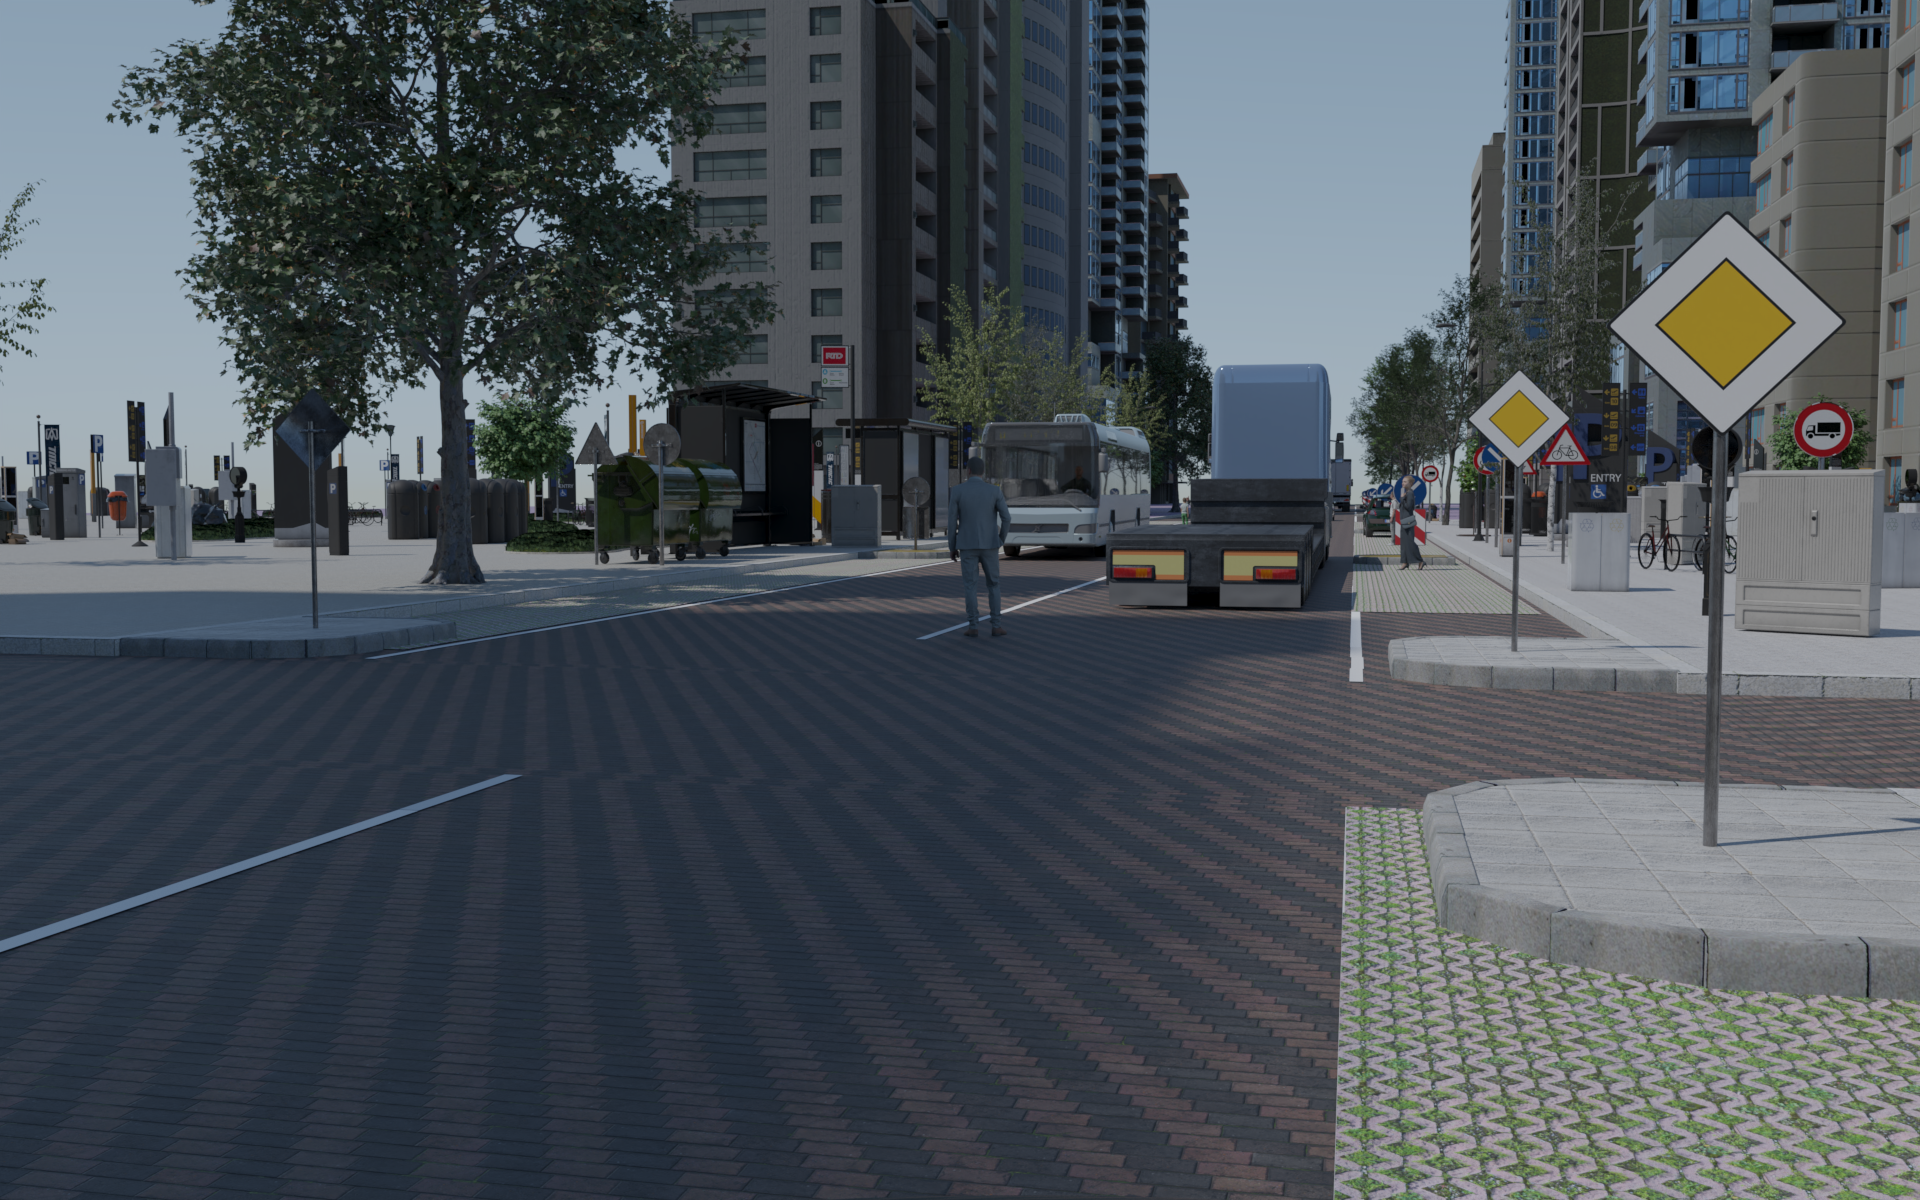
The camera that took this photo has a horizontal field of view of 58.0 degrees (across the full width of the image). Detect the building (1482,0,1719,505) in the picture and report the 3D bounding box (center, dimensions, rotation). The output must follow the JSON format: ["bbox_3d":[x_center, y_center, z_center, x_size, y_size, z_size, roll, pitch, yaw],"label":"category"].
[{"bbox_3d":[71.789,-54.248,199.621,22.319,86.520,31.000,1,4,13],"label":"building"}]

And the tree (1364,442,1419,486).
[{"bbox_3d":[56.653,-18.843,226.203,7.486,12.596,7.792,0,3,0],"label":"tree"}]

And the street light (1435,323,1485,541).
[{"bbox_3d":[13.617,-4.563,47.140,1.470,5.913,1.316,1,4,13],"label":"street light"}]

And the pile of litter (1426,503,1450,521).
[{"bbox_3d":[22.692,-4.176,82.237,1.719,0.858,1.176,-2,4,-31],"label":"pile of litter"}]

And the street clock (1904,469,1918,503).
[{"bbox_3d":[27.362,-2.770,49.863,0.358,2.002,0.471,1,4,16],"label":"street clock"}]

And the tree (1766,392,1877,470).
[{"bbox_3d":[27.650,-4.398,55.628,4.285,4.588,4.351,0,3,0],"label":"tree"}]

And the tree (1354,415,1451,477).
[{"bbox_3d":[44.357,-16.058,172.925,12.009,13.543,11.850,0,3,0],"label":"tree"}]

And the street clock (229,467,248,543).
[{"bbox_3d":[-19.014,-2.514,45.682,0.471,2.002,0.358,2,4,33],"label":"street clock"}]

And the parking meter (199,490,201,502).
[{"bbox_3d":[-38.347,-4.813,87.101,0.372,1.533,0.369,0,3,0],"label":"parking meter"}]

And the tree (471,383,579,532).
[{"bbox_3d":[-12.578,-4.051,49.948,4.285,4.588,4.351,0,3,0],"label":"tree"}]

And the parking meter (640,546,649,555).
[{"bbox_3d":[-6.655,-1.897,36.734,0.255,1.863,0.399,-1,4,-9],"label":"parking meter"}]

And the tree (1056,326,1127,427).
[{"bbox_3d":[4.690,-7.733,76.800,4.737,8.622,4.395,0,3,0],"label":"tree"}]

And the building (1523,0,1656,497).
[{"bbox_3d":[55.944,-42.575,134.345,20.563,71.187,20.611,1,4,13],"label":"building"}]

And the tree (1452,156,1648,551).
[{"bbox_3d":[13.277,-5.406,38.743,4.360,8.622,3.978,0,3,0],"label":"tree"}]

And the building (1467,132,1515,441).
[{"bbox_3d":[78.259,-36.862,226.401,21.300,48.544,21.600,1,4,13],"label":"building"}]

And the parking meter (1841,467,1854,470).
[{"bbox_3d":[19.089,-1.944,37.490,0.399,1.863,0.255,0,4,6],"label":"parking meter"}]

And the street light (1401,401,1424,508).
[{"bbox_3d":[22.476,-6.947,86.126,1.470,5.913,1.316,1,4,13],"label":"street light"}]

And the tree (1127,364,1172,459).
[{"bbox_3d":[9.739,-9.077,98.766,4.737,8.622,4.395,0,3,0],"label":"tree"}]

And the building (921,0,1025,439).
[{"bbox_3d":[-3.886,-26.413,115.444,14.154,41.232,14.086,1,4,13],"label":"building"}]

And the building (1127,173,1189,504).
[{"bbox_3d":[18.839,-35.342,232.459,22.147,44.769,28.867,1,4,13],"label":"building"}]

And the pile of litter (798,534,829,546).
[{"bbox_3d":[-3.912,-1.830,43.889,1.176,0.858,1.719,0,4,5],"label":"pile of litter"}]

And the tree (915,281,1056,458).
[{"bbox_3d":[0.624,-6.660,59.261,4.737,8.622,4.395,0,3,0],"label":"tree"}]

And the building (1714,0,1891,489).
[{"bbox_3d":[51.496,-48.632,107.809,22.319,86.520,31.000,1,4,13],"label":"building"}]

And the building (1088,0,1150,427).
[{"bbox_3d":[11.386,-54.389,201.936,22.319,86.520,31.000,1,4,13],"label":"building"}]

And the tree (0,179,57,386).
[{"bbox_3d":[-18.670,-4.922,30.833,4.737,8.622,4.395,0,3,0],"label":"tree"}]

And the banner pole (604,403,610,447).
[{"bbox_3d":[-9.749,-3.537,47.847,0.401,3.779,0.863,-1,4,-21],"label":"banner pole"}]

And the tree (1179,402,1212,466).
[{"bbox_3d":[24.064,-14.532,163.361,9.928,11.665,9.643,0,3,0],"label":"tree"}]

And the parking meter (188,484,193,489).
[{"bbox_3d":[-44.998,-5.851,101.370,0.255,1.863,0.399,-2,4,-25],"label":"parking meter"}]

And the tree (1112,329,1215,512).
[{"bbox_3d":[15.029,-12.485,121.137,9.611,12.733,9.660,0,3,0],"label":"tree"}]

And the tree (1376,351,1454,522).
[{"bbox_3d":[22.088,-7.938,80.156,4.360,8.622,3.978,0,3,0],"label":"tree"}]

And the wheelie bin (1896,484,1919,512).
[{"bbox_3d":[27.821,-2.613,50.629,0.693,1.594,0.980,0,4,3],"label":"wheelie bin"}]

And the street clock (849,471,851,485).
[{"bbox_3d":[-3.487,-3.037,54.221,0.358,2.002,0.471,-1,4,-9],"label":"street clock"}]

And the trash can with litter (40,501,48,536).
[{"bbox_3d":[-28.095,-2.552,53.115,1.055,1.170,0.624,1,4,20],"label":"trash can with litter"}]

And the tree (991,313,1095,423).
[{"bbox_3d":[3.048,-7.329,70.199,4.360,8.622,3.978,0,3,0],"label":"tree"}]

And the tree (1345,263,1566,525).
[{"bbox_3d":[20.119,-8.322,70.479,8.767,10.594,7.601,-3,4,-38],"label":"tree"}]

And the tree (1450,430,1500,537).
[{"bbox_3d":[15.559,-3.534,52.385,1.663,3.219,1.824,0,3,0],"label":"tree"}]

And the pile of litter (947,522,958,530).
[{"bbox_3d":[-0.748,-2.949,62.184,1.719,0.858,1.176,-1,4,-9],"label":"pile of litter"}]

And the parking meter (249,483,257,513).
[{"bbox_3d":[-36.522,-5.124,89.480,0.255,1.863,0.399,-3,5,-42],"label":"parking meter"}]

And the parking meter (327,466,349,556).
[{"bbox_3d":[-12.987,-1.863,36.165,0.399,1.863,0.255,2,4,33],"label":"parking meter"}]

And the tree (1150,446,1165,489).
[{"bbox_3d":[11.028,-7.458,105.658,4.285,4.588,4.351,0,3,0],"label":"tree"}]

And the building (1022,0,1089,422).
[{"bbox_3d":[-2.353,-36.370,136.656,21.231,58.520,28.212,1,4,13],"label":"building"}]

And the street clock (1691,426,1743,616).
[{"bbox_3d":[7.944,-0.835,18.222,0.471,2.002,0.358,2,4,31],"label":"street clock"}]

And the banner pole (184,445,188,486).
[{"bbox_3d":[-39.815,-6.061,89.117,0.401,3.779,0.863,-2,4,-30],"label":"banner pole"}]

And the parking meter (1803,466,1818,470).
[{"bbox_3d":[17.750,-1.853,36.013,0.399,1.863,0.255,0,4,7],"label":"parking meter"}]

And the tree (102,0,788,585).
[{"bbox_3d":[-7.309,-6.591,24.772,9.611,12.733,9.660,0,3,0],"label":"tree"}]

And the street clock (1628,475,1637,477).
[{"bbox_3d":[26.197,-3.850,67.517,0.358,2.002,0.471,-2,4,-29],"label":"street clock"}]

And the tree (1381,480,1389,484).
[{"bbox_3d":[52.629,-13.491,215.171,1.663,3.219,1.824,0,3,0],"label":"tree"}]

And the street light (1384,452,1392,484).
[{"bbox_3d":[30.817,-9.169,122.448,1.470,5.913,1.316,1,4,13],"label":"street light"}]

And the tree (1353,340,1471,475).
[{"bbox_3d":[30.310,-11.648,116.203,9.928,11.665,9.643,0,3,0],"label":"tree"}]

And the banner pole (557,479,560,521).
[{"bbox_3d":[-17.586,-5.246,75.796,0.401,3.779,0.863,0,4,-5],"label":"banner pole"}]

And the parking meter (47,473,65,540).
[{"bbox_3d":[-25.140,-2.597,48.169,0.399,1.863,0.255,3,4,36],"label":"parking meter"}]

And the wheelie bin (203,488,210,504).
[{"bbox_3d":[-42.552,-5.494,97.738,0.693,1.594,0.980,1,4,12],"label":"wheelie bin"}]

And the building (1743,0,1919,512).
[{"bbox_3d":[45.184,-13.125,59.635,27.650,21.520,28.899,1,4,13],"label":"building"}]

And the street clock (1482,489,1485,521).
[{"bbox_3d":[25.019,-4.799,83.027,0.471,2.002,0.358,-1,4,-10],"label":"street clock"}]

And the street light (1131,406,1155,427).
[{"bbox_3d":[9.637,-7.302,91.934,1.470,5.913,1.316,1,4,13],"label":"street light"}]

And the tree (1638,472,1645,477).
[{"bbox_3d":[32.637,-5.321,81.594,1.663,3.219,1.824,0,3,0],"label":"tree"}]

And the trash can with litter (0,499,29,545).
[{"bbox_3d":[-24.227,-2.008,44.221,1.055,1.170,0.624,1,4,22],"label":"trash can with litter"}]

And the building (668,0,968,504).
[{"bbox_3d":[-7.885,-20.180,101.644,14.160,30.474,14.107,1,4,13],"label":"building"}]
